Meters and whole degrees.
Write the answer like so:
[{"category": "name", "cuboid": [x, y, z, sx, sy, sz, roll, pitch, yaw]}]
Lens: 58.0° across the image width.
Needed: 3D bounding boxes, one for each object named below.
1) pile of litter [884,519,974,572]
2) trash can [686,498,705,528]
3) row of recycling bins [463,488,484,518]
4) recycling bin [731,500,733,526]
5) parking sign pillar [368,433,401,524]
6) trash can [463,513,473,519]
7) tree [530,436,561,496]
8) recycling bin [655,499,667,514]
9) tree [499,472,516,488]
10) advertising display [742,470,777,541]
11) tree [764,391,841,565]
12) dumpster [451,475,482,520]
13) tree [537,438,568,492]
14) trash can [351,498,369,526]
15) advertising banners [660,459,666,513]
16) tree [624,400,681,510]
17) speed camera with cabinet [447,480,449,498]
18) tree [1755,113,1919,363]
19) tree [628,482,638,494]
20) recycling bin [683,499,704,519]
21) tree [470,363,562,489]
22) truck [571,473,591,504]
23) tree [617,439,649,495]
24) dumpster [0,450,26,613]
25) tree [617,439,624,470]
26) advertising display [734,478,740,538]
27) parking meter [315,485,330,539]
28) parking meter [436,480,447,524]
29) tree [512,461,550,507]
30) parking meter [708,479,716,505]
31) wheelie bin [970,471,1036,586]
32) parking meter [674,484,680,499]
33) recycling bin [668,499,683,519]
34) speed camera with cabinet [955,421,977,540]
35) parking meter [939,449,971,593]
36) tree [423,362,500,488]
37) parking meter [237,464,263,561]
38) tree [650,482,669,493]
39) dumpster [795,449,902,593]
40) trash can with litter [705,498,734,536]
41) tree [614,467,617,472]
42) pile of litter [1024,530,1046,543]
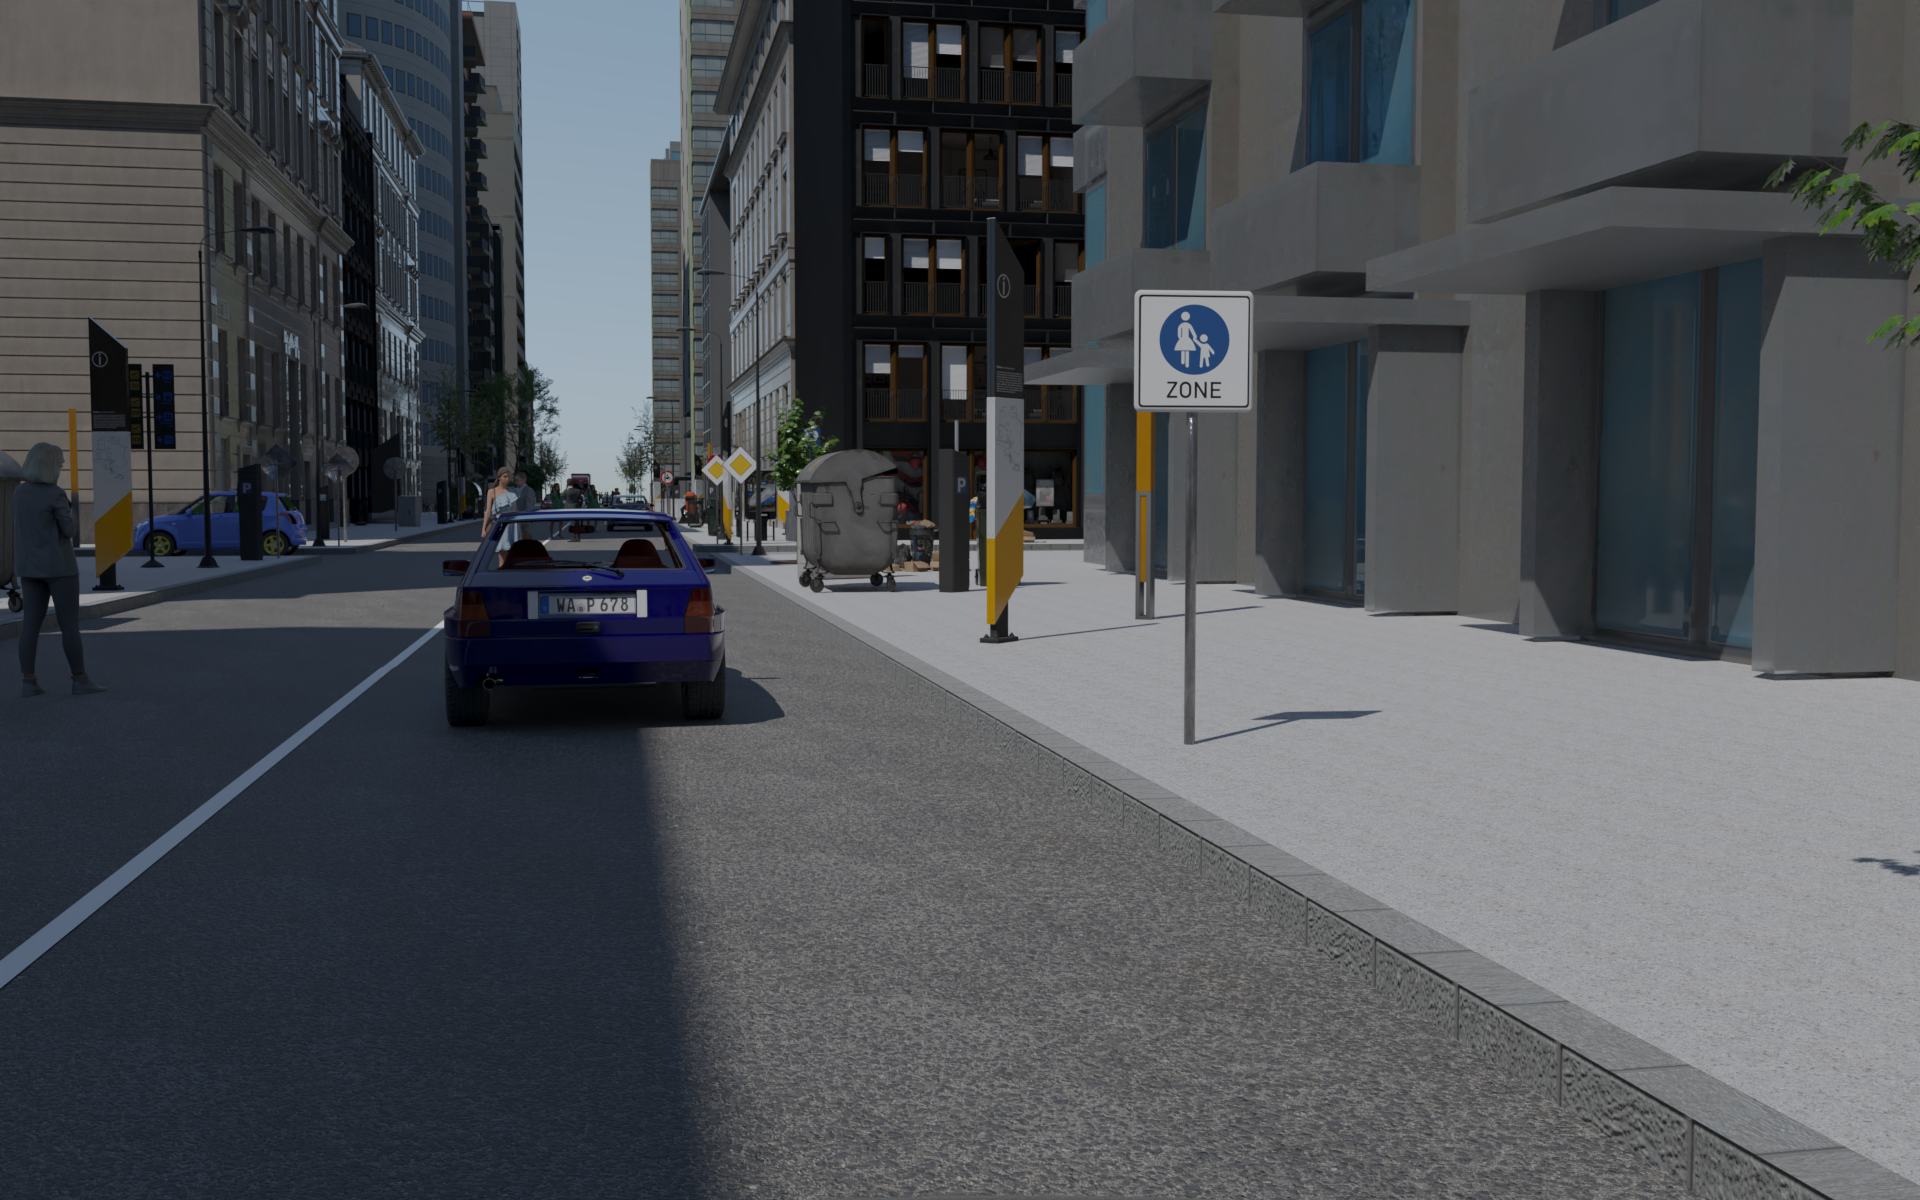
[{"category": "pile of litter", "cuboid": [-0.586, -0.916, 28.948, 1.719, 0.858, 1.176, 1, 4, 12]}, {"category": "trash can", "cuboid": [-10.063, -3.318, 65.905, 0.748, 1.137, 0.748, 0, 3, 0]}, {"category": "row of recycling bins", "cuboid": [-26.063, -5.242, 92.822, 1.069, 1.692, 3.534, -1, 4, -21]}, {"category": "recycling bin", "cuboid": [-9.483, -3.428, 68.605, 0.722, 1.027, 0.722, 3, 5, 43]}, {"category": "parking sign pillar", "cuboid": [-25.151, -5.331, 75.633, 1.447, 3.967, 1.447, -3, 4, -38]}, {"category": "trash can", "cuboid": [-25.266, -4.718, 88.785, 0.748, 1.137, 0.748, 0, 3, 0]}, {"category": "tree", "cuboid": [-51.960, -16.312, 217.067, 4.360, 8.622, 3.978, 0, 3, 0]}, {"category": "recycling bin", "cuboid": [-16.643, -5.164, 96.978, 0.722, 1.027, 0.722, 0, 4, 7]}, {"category": "tree", "cuboid": [-34.513, -8.367, 131.409, 1.663, 3.219, 1.824, 0, 3, 0]}, {"category": "advertising display", "cuboid": [-5.435, -2.569, 47.210, 0.974, 1.923, 0.123, -3, 5, -40]}, {"category": "tree", "cuboid": [-3.061, -2.275, 31.795, 1.663, 3.219, 1.824, 0, 3, 0]}, {"category": "dumpster", "cuboid": [-24.823, -5.161, 86.868, 1.502, 2.255, 1.985, -1, 4, -12]}, {"category": "tree", "cuboid": [-53.399, -16.904, 226.749, 4.737, 8.622, 4.395, 0, 3, 0]}, {"category": "trash can", "cuboid": [-24.382, -3.594, 70.419, 0.748, 1.137, 0.748, 0, 3, 0]}, {"category": "advertising banners", "cuboid": [-14.532, -5.426, 84.909, 0.090, 3.025, 2.074, 0, 4, -3]}, {"category": "tree", "cuboid": [-23.776, -11.268, 134.600, 4.360, 8.622, 3.978, 0, 3, 0]}, {"category": "speed camera with cabinet", "cuboid": [-31.846, -7.096, 110.352, 2.038, 3.252, 0.660, -3, 5, -44]}, {"category": "tree", "cuboid": [3.136, -0.585, 4.166, 1.663, 3.219, 1.824, 0, 3, 0]}, {"category": "tree", "cuboid": [-47.097, -15.530, 248.523, 1.663, 3.219, 1.824, 0, 3, 0]}, {"category": "recycling bin", "cuboid": [-13.814, -4.752, 90.244, 0.722, 1.027, 0.722, 1, 4, 14]}, {"category": "tree", "cuboid": [-35.104, -12.916, 136.935, 9.928, 11.665, 9.643, 0, 3, 0]}, {"category": "truck", "cuboid": [-51.867, -15.171, 236.963, 2.839, 4.237, 11.283, -1, 4, -11]}, {"category": "tree", "cuboid": [-43.516, -17.334, 233.778, 4.737, 8.622, 4.395, 0, 3, 0]}, {"category": "dumpster", "cuboid": [-10.579, -0.744, 17.925, 1.264, 1.857, 1.865, -1, 4, -12]}, {"category": "tree", "cuboid": [-40.540, -16.182, 214.940, 4.360, 8.622, 3.978, 0, 3, 0]}, {"category": "advertising display", "cuboid": [-6.566, -2.820, 51.326, 0.123, 1.923, 0.974, -1, 4, -14]}, {"category": "parking meter", "cuboid": [-18.126, -2.497, 49.232, 0.372, 1.533, 0.369, 0, 3, 0]}, {"category": "parking meter", "cuboid": [-22.118, -4.172, 73.922, 0.399, 1.863, 0.255, 1, 4, 19]}, {"category": "tree", "cuboid": [-43.694, -11.865, 177.712, 4.285, 4.588, 4.351, 0, 3, 0]}, {"category": "parking meter", "cuboid": [-8.268, -3.213, 58.248, 0.399, 1.863, 0.255, 3, 5, 41]}, {"category": "wheelie bin", "cuboid": [0.572, -0.996, 24.200, 0.980, 1.594, 0.693, 0, 4, -3]}, {"category": "parking meter", "cuboid": [-17.010, -6.006, 103.912, 0.399, 1.863, 0.255, -1, 4, -13]}, {"category": "recycling bin", "cuboid": [-15.070, -4.913, 92.888, 0.722, 1.027, 0.722, 0, 4, 8]}, {"category": "speed camera with cabinet", "cuboid": [0.495, -3.226, 47.087, 2.038, 3.252, 0.660, -1, 4, -20]}, {"category": "parking meter", "cuboid": [-0.069, -1.036, 22.645, 0.255, 1.863, 0.399, 3, 5, 40]}, {"category": "tree", "cuboid": [-27.709, -8.877, 95.507, 4.737, 8.622, 4.395, 0, 3, 0]}, {"category": "parking meter", "cuboid": [-13.737, -1.700, 33.504, 0.399, 1.863, 0.255, 0, 4, 5]}, {"category": "tree", "cuboid": [-24.589, -8.944, 140.833, 1.663, 3.219, 1.824, 0, 3, 0]}, {"category": "dumpster", "cuboid": [-1.493, -1.068, 23.220, 1.264, 1.857, 1.865, -1, 4, -11]}, {"category": "trash can with litter", "cuboid": [-7.246, -2.518, 52.551, 0.624, 1.170, 1.055, -3, 5, -44]}, {"category": "tree", "cuboid": [-48.697, -18.647, 255.232, 4.737, 8.622, 4.395, 0, 3, 0]}, {"category": "pile of litter", "cuboid": [1.493, -1.945, 45.764, 1.719, 0.858, 1.176, 0, 4, -3]}]
